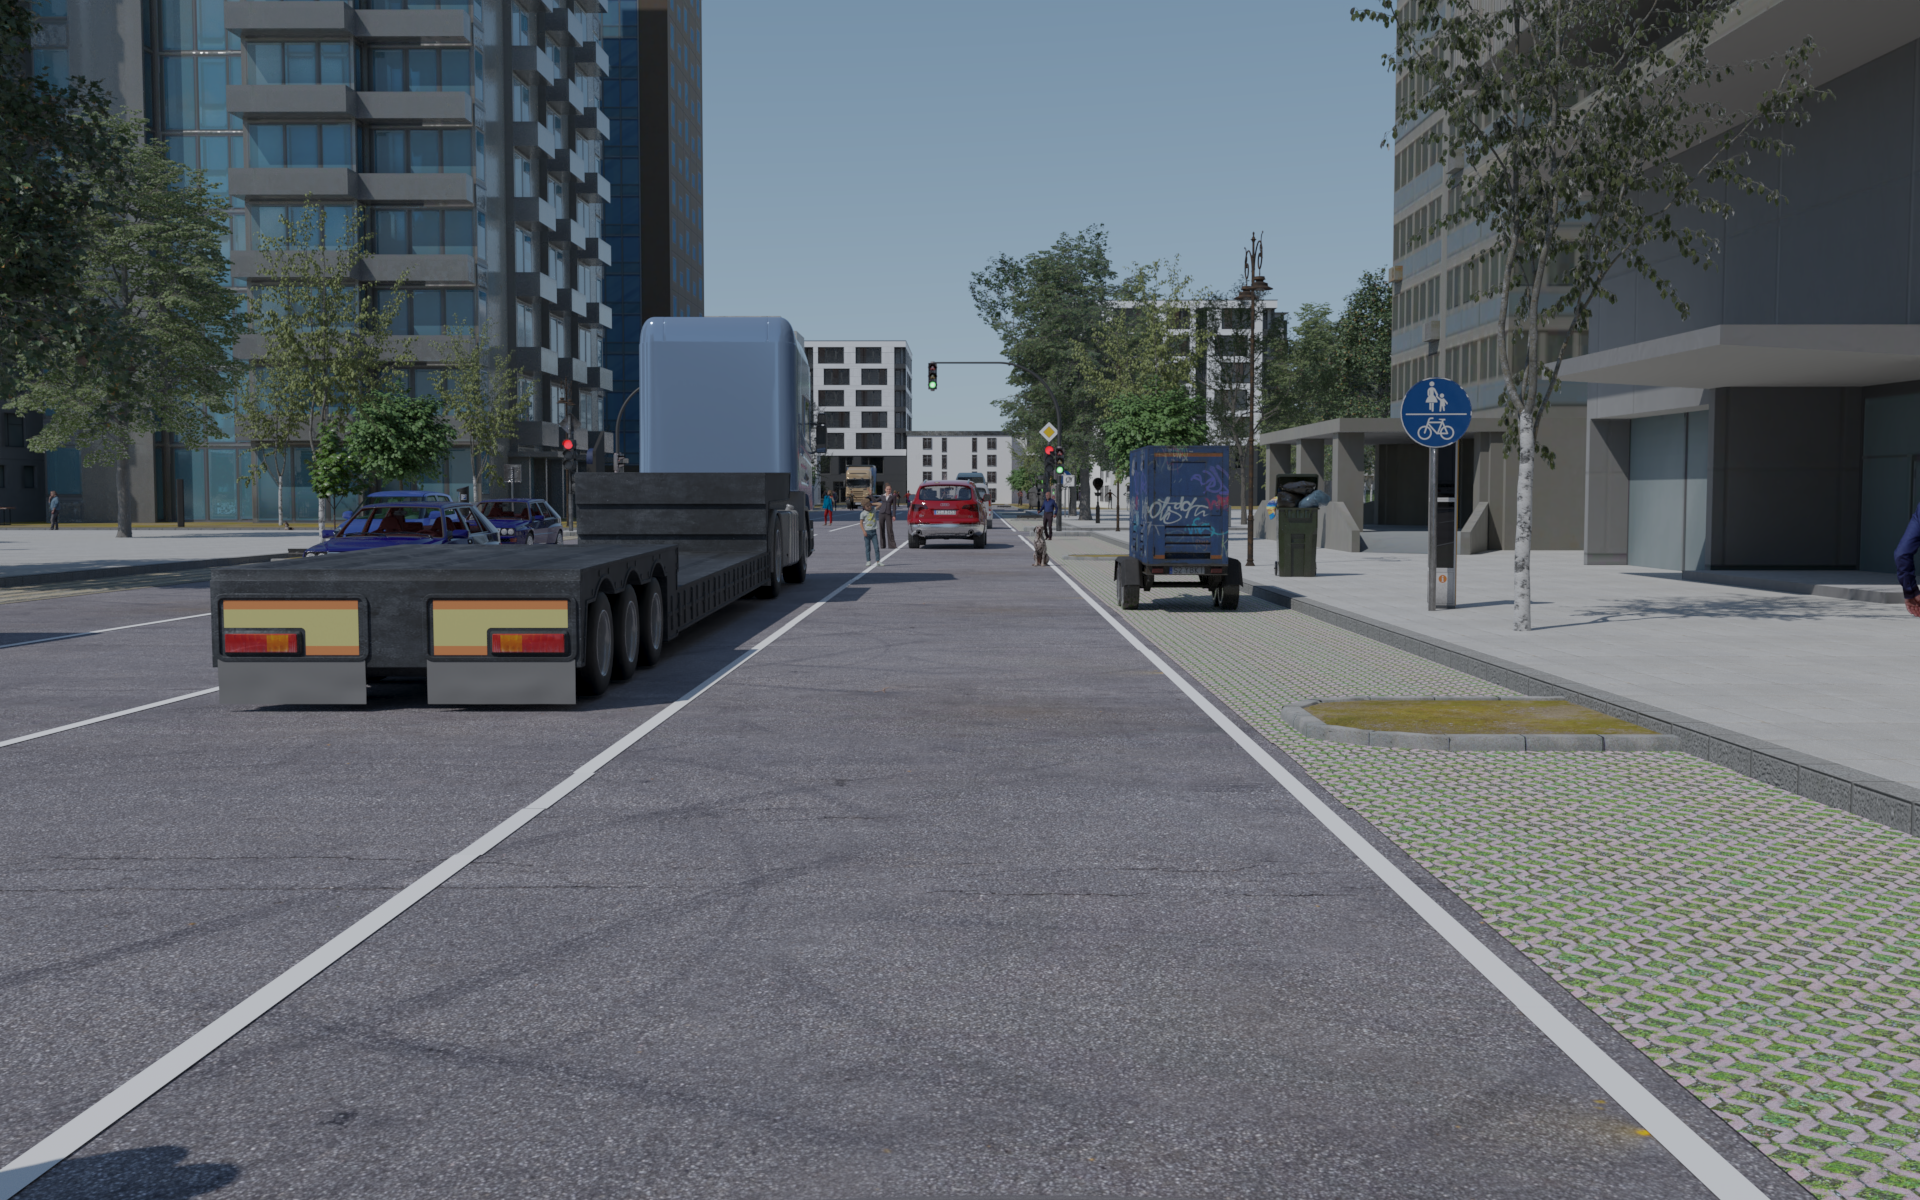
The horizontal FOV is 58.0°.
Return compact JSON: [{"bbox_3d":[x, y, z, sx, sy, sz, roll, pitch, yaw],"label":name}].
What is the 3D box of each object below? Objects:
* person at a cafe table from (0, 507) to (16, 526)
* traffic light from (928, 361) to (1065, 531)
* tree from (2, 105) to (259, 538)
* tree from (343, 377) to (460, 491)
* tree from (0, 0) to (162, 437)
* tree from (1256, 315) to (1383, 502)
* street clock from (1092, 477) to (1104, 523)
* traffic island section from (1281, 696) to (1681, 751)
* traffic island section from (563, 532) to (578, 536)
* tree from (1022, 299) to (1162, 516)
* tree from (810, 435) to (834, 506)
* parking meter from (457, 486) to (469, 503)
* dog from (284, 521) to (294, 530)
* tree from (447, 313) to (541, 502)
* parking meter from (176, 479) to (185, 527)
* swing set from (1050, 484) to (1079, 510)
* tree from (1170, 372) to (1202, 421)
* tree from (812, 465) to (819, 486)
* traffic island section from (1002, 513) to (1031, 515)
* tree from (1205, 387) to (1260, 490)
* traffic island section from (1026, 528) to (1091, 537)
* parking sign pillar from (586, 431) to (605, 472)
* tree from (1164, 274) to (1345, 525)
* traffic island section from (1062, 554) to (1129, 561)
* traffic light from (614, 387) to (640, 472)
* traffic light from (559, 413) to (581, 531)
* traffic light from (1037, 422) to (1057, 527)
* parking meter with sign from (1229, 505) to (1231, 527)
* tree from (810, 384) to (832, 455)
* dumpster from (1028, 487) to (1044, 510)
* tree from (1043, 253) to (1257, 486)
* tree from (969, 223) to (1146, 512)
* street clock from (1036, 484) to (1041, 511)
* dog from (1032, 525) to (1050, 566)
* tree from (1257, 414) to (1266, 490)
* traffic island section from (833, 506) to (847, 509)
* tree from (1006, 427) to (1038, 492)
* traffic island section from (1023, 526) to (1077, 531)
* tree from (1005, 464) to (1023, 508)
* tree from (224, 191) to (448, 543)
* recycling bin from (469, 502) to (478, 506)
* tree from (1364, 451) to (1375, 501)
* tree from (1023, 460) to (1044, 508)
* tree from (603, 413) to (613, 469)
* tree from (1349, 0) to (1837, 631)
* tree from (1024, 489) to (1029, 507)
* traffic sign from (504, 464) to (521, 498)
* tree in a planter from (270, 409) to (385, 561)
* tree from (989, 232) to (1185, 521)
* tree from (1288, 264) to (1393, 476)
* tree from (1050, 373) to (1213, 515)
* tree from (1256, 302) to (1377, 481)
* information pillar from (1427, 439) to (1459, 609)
[{"bbox_3d":[-39.845,-3.675,70.946,1.726,1.238,1.698,-1,4,-17],"label":"person at a cafe table"},{"bbox_3d":[1.288,-5.182,59.398,4.771,5.953,1.251,0,4,0],"label":"traffic light"},{"bbox_3d":[-24.536,-8.145,51.295,7.486,12.596,7.792,0,3,0],"label":"tree"},{"bbox_3d":[-15.660,-3.957,48.407,4.285,4.588,4.351,0,3,0],"label":"tree"},{"bbox_3d":[-16.968,-6.668,26.035,9.611,12.733,9.660,0,3,0],"label":"tree"},{"bbox_3d":[25.369,-13.036,119.797,9.857,13.997,8.962,0,3,0],"label":"tree"},{"bbox_3d":[6.014,-4.340,75.529,0.471,2.002,0.358,0,4,-1],"label":"street clock"},{"bbox_3d":[3.020,0.751,10.581,1.991,0.108,1.994,0,4,0],"label":"traffic island section"},{"bbox_3d":[-13.440,-2.293,59.779,2.009,0.180,2.903,0,4,0],"label":"traffic island section"},{"bbox_3d":[6.934,-11.138,100.236,7.486,12.596,7.792,0,3,0],"label":"tree"},{"bbox_3d":[-15.171,-14.041,179.939,4.360,8.622,3.978,0,3,0],"label":"tree"},{"bbox_3d":[-15.267,-2.741,53.221,0.372,1.533,0.369,0,3,0],"label":"parking meter"},{"bbox_3d":[-25.456,-2.795,65.895,0.748,0.427,0.550,-3,4,-38],"label":"dog"},{"bbox_3d":[-19.750,-7.391,71.206,4.737,8.622,4.395,0,3,0],"label":"tree"},{"bbox_3d":[-30.330,-3.773,67.392,0.255,1.863,0.399,-2,4,-24],"label":"parking meter"},{"bbox_3d":[8.709,-8.513,136.813,3.119,2.851,2.862,1,4,13],"label":"swing set"},{"bbox_3d":[15.340,-13.372,136.761,7.486,12.596,7.792,0,3,0],"label":"tree"},{"bbox_3d":[-14.825,-10.859,161.252,4.285,4.588,4.351,0,3,0],"label":"tree"},{"bbox_3d":[3.905,-5.945,120.073,1.991,0.108,1.994,0,4,0],"label":"traffic island section"},{"bbox_3d":[17.173,-9.805,110.679,4.360,8.622,3.978,0,3,0],"label":"tree"},{"bbox_3d":[3.420,-2.285,59.636,2.009,0.180,2.903,0,4,0],"label":"traffic island section"},{"bbox_3d":[-15.429,-5.193,73.382,1.447,3.967,1.447,0,4,5],"label":"parking sign pillar"},{"bbox_3d":[12.067,-8.452,72.609,8.767,10.594,7.601,1,4,23],"label":"tree"},{"bbox_3d":[3.243,-0.924,37.967,1.991,0.108,1.994,0,4,0],"label":"traffic island section"},{"bbox_3d":[-11.242,-5.687,67.646,4.771,5.953,1.251,0,4,0],"label":"traffic light"},{"bbox_3d":[-13.400,-4.326,59.644,0.839,4.253,0.868,0,4,0],"label":"traffic light"},{"bbox_3d":[3.446,-4.807,67.507,0.839,4.253,0.868,0,4,0],"label":"traffic light"},{"bbox_3d":[9.653,-4.337,67.164,1.738,3.016,0.543,2,4,27],"label":"parking meter with sign"},{"bbox_3d":[-14.937,-13.718,134.661,12.009,13.543,11.850,0,3,0],"label":"tree"},{"bbox_3d":[6.211,-8.297,141.416,1.264,1.857,1.865,0,4,0],"label":"dumpster"},{"bbox_3d":[5.720,-6.266,52.813,4.737,8.622,4.395,0,3,0],"label":"tree"},{"bbox_3d":[7.323,-16.191,120.618,12.611,20.169,13.585,0,3,0],"label":"tree"},{"bbox_3d":[5.847,-7.582,128.532,0.358,2.002,0.471,-1,4,-18],"label":"street clock"},{"bbox_3d":[1.713,-1.083,34.544,0.800,0.831,0.513,-3,5,-39],"label":"dog"},{"bbox_3d":[25.195,-11.494,138.297,4.737,8.622,4.395,0,3,0],"label":"tree"},{"bbox_3d":[-12.218,-8.972,169.564,1.991,0.108,1.994,0,4,0],"label":"traffic island section"},{"bbox_3d":[6.526,-12.574,155.942,4.737,8.622,4.395,0,3,0],"label":"tree"},{"bbox_3d":[3.486,-2.773,67.621,2.009,0.180,2.903,0,4,0],"label":"traffic island section"},{"bbox_3d":[6.677,-11.082,164.897,4.285,4.588,4.351,0,3,0],"label":"tree"},{"bbox_3d":[-15.791,-5.685,43.310,4.737,8.622,4.395,0,3,0],"label":"tree"},{"bbox_3d":[-15.701,-2.585,54.814,0.722,1.027,0.722,0,4,3],"label":"recycling bin"},{"bbox_3d":[31.273,-11.108,131.985,4.737,8.622,4.395,0,3,0],"label":"tree"},{"bbox_3d":[6.909,-7.661,108.976,4.285,4.588,4.351,0,3,0],"label":"tree"},{"bbox_3d":[-23.485,-9.599,107.307,4.360,8.622,3.978,0,3,0],"label":"tree"},{"bbox_3d":[5.518,-4.017,16.038,4.360,8.622,3.978,0,3,0],"label":"tree"},{"bbox_3d":[7.100,-11.240,178.383,1.663,3.219,1.824,0,3,0],"label":"tree"},{"bbox_3d":[-15.345,-3.503,59.401,0.606,2.300,0.079,0,4,8],"label":"traffic sign"},{"bbox_3d":[-13.307,-2.420,36.795,1.991,3.239,1.994,0,4,0],"label":"tree in a planter"},{"bbox_3d":[6.072,-10.829,83.712,9.857,13.997,8.962,0,3,0],"label":"tree"},{"bbox_3d":[21.278,-10.366,86.492,9.611,12.733,9.660,0,3,0],"label":"tree"},{"bbox_3d":[5.433,-3.899,47.466,4.285,4.588,4.351,0,3,0],"label":"tree"},{"bbox_3d":[21.284,-11.299,102.870,7.486,12.596,7.792,0,3,0],"label":"tree"},{"bbox_3d":[5.416,-0.913,19.424,0.304,2.012,0.304,1,4,12],"label":"information pillar"}]
